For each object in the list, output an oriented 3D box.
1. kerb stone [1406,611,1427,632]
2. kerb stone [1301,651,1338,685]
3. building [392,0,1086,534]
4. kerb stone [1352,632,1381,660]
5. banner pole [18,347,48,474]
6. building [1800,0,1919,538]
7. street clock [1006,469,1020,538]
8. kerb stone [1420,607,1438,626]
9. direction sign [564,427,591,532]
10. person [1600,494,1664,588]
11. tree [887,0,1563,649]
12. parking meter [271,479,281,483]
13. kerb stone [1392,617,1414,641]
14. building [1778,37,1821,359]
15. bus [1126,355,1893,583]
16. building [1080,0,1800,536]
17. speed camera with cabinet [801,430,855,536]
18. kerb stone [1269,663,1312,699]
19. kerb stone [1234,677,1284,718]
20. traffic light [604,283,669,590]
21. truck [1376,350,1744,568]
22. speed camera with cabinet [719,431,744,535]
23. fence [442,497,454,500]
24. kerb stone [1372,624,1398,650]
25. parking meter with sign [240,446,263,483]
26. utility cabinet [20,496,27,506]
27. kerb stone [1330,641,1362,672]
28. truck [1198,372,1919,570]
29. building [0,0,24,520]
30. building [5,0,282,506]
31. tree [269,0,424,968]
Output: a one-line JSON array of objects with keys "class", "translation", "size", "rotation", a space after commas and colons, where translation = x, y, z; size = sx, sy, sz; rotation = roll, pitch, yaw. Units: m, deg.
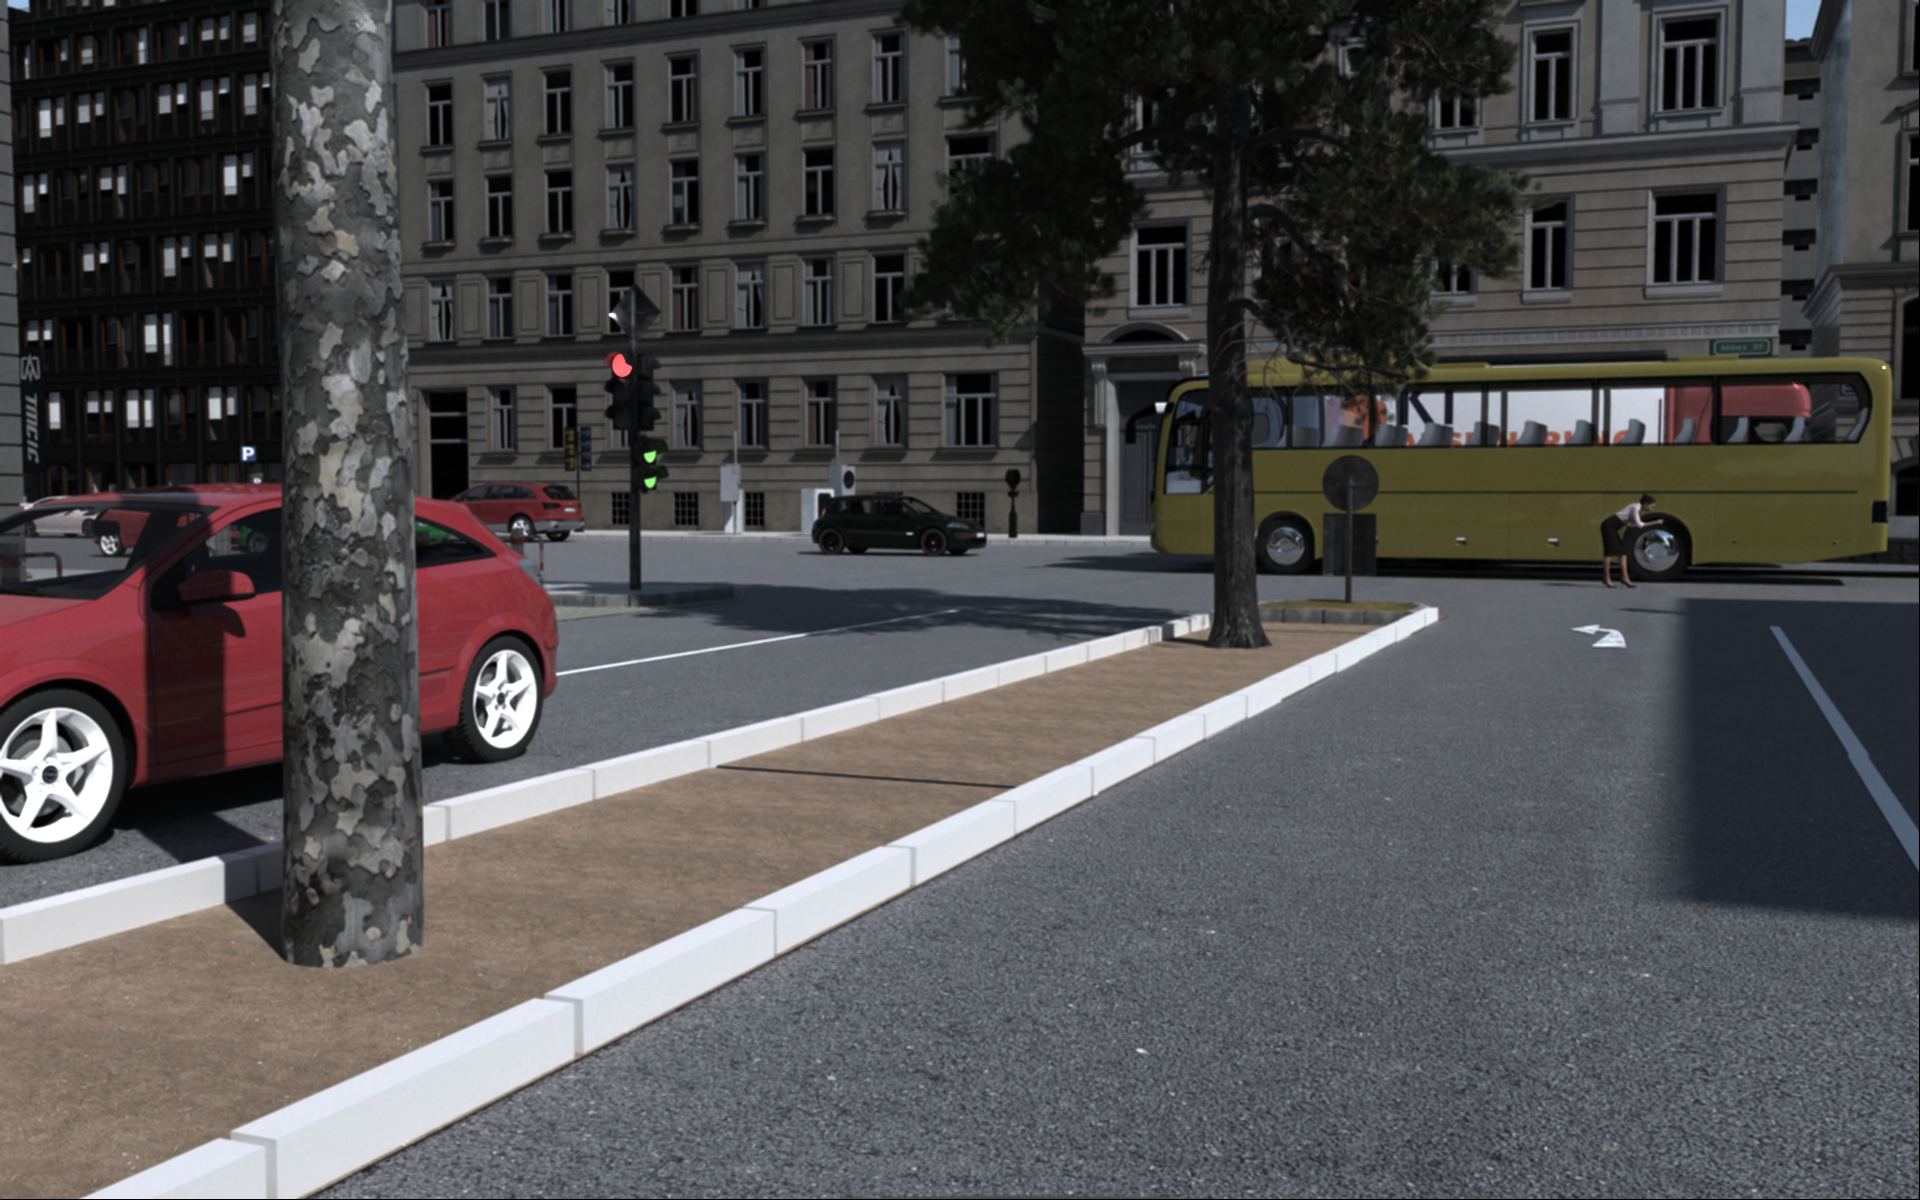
[{"class": "kerb stone", "translation": [4.743, 0.247, 18.161], "size": [0.120, 0.150, 1.000], "rotation": [1, 4, 23]}, {"class": "kerb stone", "translation": [2.754, 0.537, 13.412], "size": [0.120, 0.150, 1.000], "rotation": [1, 4, 23]}, {"class": "building", "translation": [-7.927, -14.273, 66.642], "size": [30.059, 22.955, 16.112], "rotation": [1, 4, 23]}, {"class": "kerb stone", "translation": [3.554, 0.423, 15.309], "size": [0.120, 0.150, 1.000], "rotation": [1, 4, 23]}, {"class": "banner pole", "translation": [-14.112, -2.210, 26.144], "size": [0.863, 3.779, 0.401], "rotation": [1, 4, 19]}, {"class": "building", "translation": [41.250, -13.786, 44.480], "size": [34.723, 24.649, 14.460], "rotation": [1, 4, 23]}, {"class": "street clock", "translation": [1.549, -2.818, 50.638], "size": [0.358, 2.002, 0.471], "rotation": [2, 4, 34]}, {"class": "kerb stone", "translation": [5.146, 0.189, 19.104], "size": [0.120, 0.150, 1.000], "rotation": [1, 4, 23]}, {"class": "direction sign", "translation": [-12.894, -4.067, 58.498], "size": [0.876, 3.537, 0.379], "rotation": [0, 4, -1]}, {"class": "person", "translation": [10.210, -0.902, 26.435], "size": [0.799, 1.438, 0.628], "rotation": [-1, 4, -9]}, {"class": "tree", "translation": [2.505, -5.589, 15.896], "size": [6.751, 12.117, 7.091], "rotation": [0, 3, 0]}, {"class": "parking meter", "translation": [-25.644, -3.625, 64.980], "size": [0.255, 1.863, 0.399], "rotation": [-3, 5, -44]}, {"class": "kerb stone", "translation": [4.356, 0.307, 17.211], "size": [0.120, 0.150, 1.000], "rotation": [1, 4, 23]}, {"class": "building", "translation": [90.444, -37.596, 203.925], "size": [27.495, 52.752, 28.713], "rotation": [1, 4, 23]}, {"class": "bus", "translation": [9.143, -2.356, 30.065], "size": [12.252, 3.916, 2.896], "rotation": [2, 4, 24]}, {"class": "building", "translation": [15.087, -16.427, 54.489], "size": [20.117, 28.700, 13.634], "rotation": [1, 4, 23]}, {"class": "speed camera with cabinet", "translation": [-4.041, -3.600, 53.201], "size": [0.660, 3.252, 2.038], "rotation": [2, 4, 33]}, {"class": "kerb stone", "translation": [2.358, 0.596, 12.466], "size": [0.120, 0.150, 1.000], "rotation": [1, 4, 23]}, {"class": "kerb stone", "translation": [1.970, 0.653, 11.517], "size": [0.120, 0.150, 1.000], "rotation": [1, 4, 23]}, {"class": "traffic light", "translation": [-4.338, -2.091, 23.103], "size": [0.839, 4.253, 0.868], "rotation": [1, 4, 23]}, {"class": "truck", "translation": [12.047, -2.861, 35.692], "size": [11.283, 4.237, 2.839], "rotation": [1, 4, 21]}, {"class": "speed camera with cabinet", "translation": [-7.216, -3.697, 54.782], "size": [0.660, 3.252, 2.038], "rotation": [0, 4, -2]}, {"class": "fence", "translation": [-17.136, -3.045, 60.984], "size": [2.264, 1.192, 0.480], "rotation": [-1, 4, -15]}, {"class": "kerb stone", "translation": [3.952, 0.363, 16.264], "size": [0.120, 0.150, 1.000], "rotation": [1, 4, 23]}, {"class": "parking meter with sign", "translation": [-25.481, -4.054, 62.547], "size": [0.543, 3.016, 1.738], "rotation": [-2, 4, -35]}, {"class": "utility cabinet", "translation": [-35.346, -3.312, 65.312], "size": [0.306, 1.237, 1.020], "rotation": [-2, 4, -25]}, {"class": "kerb stone", "translation": [3.160, 0.479, 14.358], "size": [0.120, 0.150, 1.000], "rotation": [1, 4, 23]}, {"class": "truck", "translation": [12.644, -2.596, 32.196], "size": [18.799, 4.110, 2.967], "rotation": [2, 4, 23]}, {"class": "building", "translation": [-27.806, -14.977, 22.360], "size": [29.804, 29.767, 11.434], "rotation": [1, 4, 23]}, {"class": "building", "translation": [-30.016, -14.899, 73.274], "size": [15.834, 23.373, 12.332], "rotation": [1, 4, 23]}, {"class": "tree", "translation": [-2.683, -9.034, 6.052], "size": [12.611, 20.169, 13.585], "rotation": [0, 3, 0]}]
